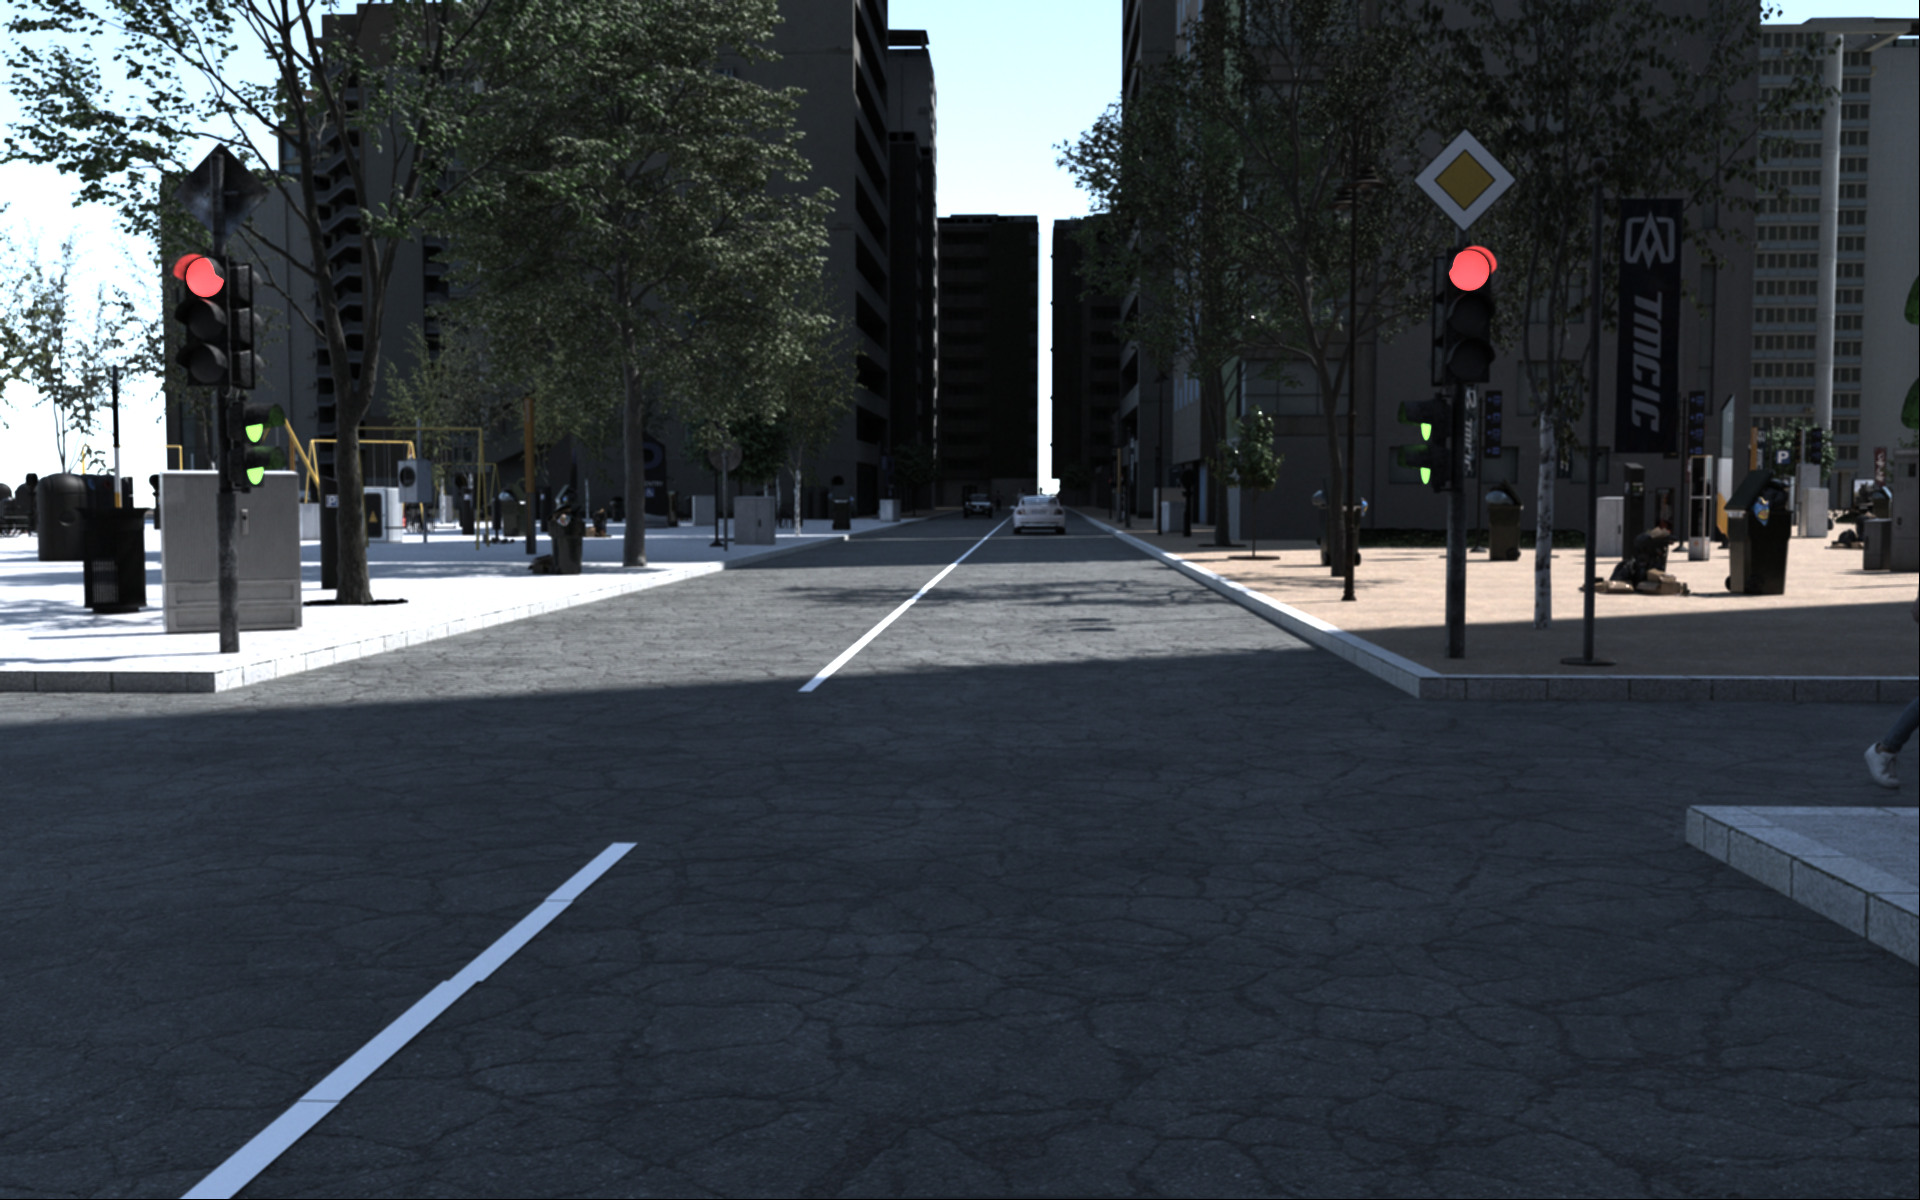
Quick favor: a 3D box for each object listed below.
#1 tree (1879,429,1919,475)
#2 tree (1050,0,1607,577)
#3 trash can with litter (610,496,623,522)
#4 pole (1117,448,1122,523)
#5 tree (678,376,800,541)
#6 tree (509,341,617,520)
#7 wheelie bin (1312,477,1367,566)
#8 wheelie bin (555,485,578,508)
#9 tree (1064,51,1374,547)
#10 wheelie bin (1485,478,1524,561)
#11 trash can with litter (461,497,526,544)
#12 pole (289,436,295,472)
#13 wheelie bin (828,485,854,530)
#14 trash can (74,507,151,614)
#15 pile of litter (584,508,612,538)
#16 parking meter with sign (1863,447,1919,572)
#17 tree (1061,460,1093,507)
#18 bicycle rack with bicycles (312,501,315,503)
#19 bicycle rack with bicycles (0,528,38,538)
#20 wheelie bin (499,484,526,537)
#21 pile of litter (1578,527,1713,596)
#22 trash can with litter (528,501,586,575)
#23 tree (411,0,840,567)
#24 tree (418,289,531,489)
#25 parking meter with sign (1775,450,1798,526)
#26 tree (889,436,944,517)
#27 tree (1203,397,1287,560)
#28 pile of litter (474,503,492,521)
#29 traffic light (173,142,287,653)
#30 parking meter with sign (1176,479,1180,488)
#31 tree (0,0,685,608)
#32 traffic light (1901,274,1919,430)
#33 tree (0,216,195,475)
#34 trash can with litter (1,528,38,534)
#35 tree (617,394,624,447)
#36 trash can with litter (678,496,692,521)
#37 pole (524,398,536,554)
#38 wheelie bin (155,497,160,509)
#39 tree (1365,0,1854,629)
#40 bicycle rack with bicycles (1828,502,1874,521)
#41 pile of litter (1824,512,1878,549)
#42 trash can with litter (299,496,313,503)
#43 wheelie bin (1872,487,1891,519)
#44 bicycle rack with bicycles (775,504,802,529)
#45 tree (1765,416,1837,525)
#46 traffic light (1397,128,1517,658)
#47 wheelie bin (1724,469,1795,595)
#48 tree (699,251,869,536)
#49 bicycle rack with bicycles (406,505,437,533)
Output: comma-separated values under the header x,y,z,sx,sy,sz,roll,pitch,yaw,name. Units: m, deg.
x,y,z,sx,sy,sz,roll,pitch,yaw,name
27.824,-3.431,50.706,1.663,3.219,1.824,0,3,0,tree
5.880,-5.662,26.981,8.767,10.594,7.601,-1,4,-10,tree
-15.900,-4.197,80.013,0.624,1.170,1.055,-1,4,-17,trash can with litter
7.108,-5.099,77.206,0.158,3.312,0.155,0,3,0,pole
-5.960,-3.911,47.655,4.285,4.588,4.351,0,3,0,tree
-18.722,-7.871,79.058,4.737,8.622,4.395,0,3,0,tree
6.791,-1.420,31.126,0.980,1.594,0.693,0,4,-3,wheelie bin
-13.619,-3.187,60.020,0.693,1.594,0.980,-2,4,-28,wheelie bin
6.226,-7.104,41.902,9.928,11.665,9.643,0,3,0,tree
10.509,-1.562,33.445,0.693,1.594,0.980,1,4,21,wheelie bin
-12.247,-2.097,45.338,1.678,1.210,2.233,-1,4,-14,trash can with litter
-23.422,-4.095,60.800,0.158,3.312,0.155,0,3,0,pole
-4.270,-3.322,62.229,0.980,1.594,0.693,0,4,3,wheelie bin
-9.147,-0.433,18.734,0.748,1.137,0.748,0,3,0,trash can
-10.949,-2.296,51.512,1.176,0.858,1.719,0,4,-8,pile of litter
15.807,-1.974,28.539,0.543,3.016,1.738,-2,4,-27,parking meter with sign
11.176,-11.148,165.984,4.285,4.588,4.351,0,3,0,tree
-32.489,-4.617,88.876,2.925,0.926,2.852,-3,5,-41,bicycle rack with bicycles
-28.481,-2.296,50.917,2.852,0.926,2.925,3,4,37,bicycle rack with bicycles
-13.403,-2.694,51.953,0.693,1.594,0.980,1,4,12,wheelie bin
8.826,-0.514,22.365,1.176,0.858,1.719,-1,4,-22,pile of litter
-6.485,-0.996,27.669,1.055,1.170,0.624,2,4,33,trash can with litter
-6.145,-6.867,30.409,7.486,12.596,7.792,0,3,0,tree
-17.715,-6.878,62.819,4.360,8.622,3.978,0,3,0,tree
33.204,-4.478,69.472,0.543,3.016,1.738,3,5,39,parking meter with sign
-2.623,-6.988,97.968,4.285,4.588,4.351,0,3,0,tree
5.876,-2.416,34.095,1.663,3.219,1.824,0,3,0,tree
-22.272,-4.111,81.182,1.719,0.858,1.176,2,4,30,pile of litter
-5.891,-1.527,13.889,0.839,4.253,0.868,0,4,3,traffic light
11.065,-5.464,85.593,0.543,3.016,1.738,-2,4,-29,parking meter with sign
-7.030,-5.763,19.982,9.928,11.665,9.643,0,3,0,tree
3.504,-1.014,5.493,0.839,4.253,0.868,0,4,3,traffic light
-24.031,-5.898,46.790,4.360,8.622,3.978,0,3,0,tree
-30.438,-2.744,55.928,2.233,1.210,1.678,0,4,7,trash can with litter
-17.953,-8.188,84.243,4.737,8.622,4.395,0,3,0,tree
-12.704,-4.352,82.218,2.233,1.210,1.678,2,4,30,trash can with litter
-9.154,-2.631,36.867,0.158,3.312,0.155,0,3,0,pole
-31.764,-3.767,69.495,0.693,1.594,0.980,1,4,9,wheelie bin
5.782,-4.027,16.198,4.360,8.622,3.978,0,3,0,tree
45.335,-4.442,86.005,2.925,0.926,2.852,0,4,0,bicycle rack with bicycles
21.142,-1.613,40.335,1.719,0.858,1.176,3,5,40,pile of litter
-26.285,-3.511,68.467,2.233,1.210,1.678,-3,5,-43,trash can with litter
36.325,-3.687,68.195,0.693,1.594,0.980,3,5,42,wheelie bin
-7.176,-3.160,65.043,2.852,0.926,2.925,-1,4,-10,bicycle rack with bicycles
35.195,-5.446,72.756,4.285,4.588,4.351,0,3,0,tree
3.861,-1.501,13.470,0.839,4.253,0.868,0,4,3,traffic light
10.296,-0.881,22.318,0.693,1.594,0.980,0,4,1,wheelie bin
-4.956,-6.302,53.405,4.737,8.622,4.395,0,3,0,tree
-18.664,-2.733,58.069,2.852,0.926,2.925,0,4,5,bicycle rack with bicycles
